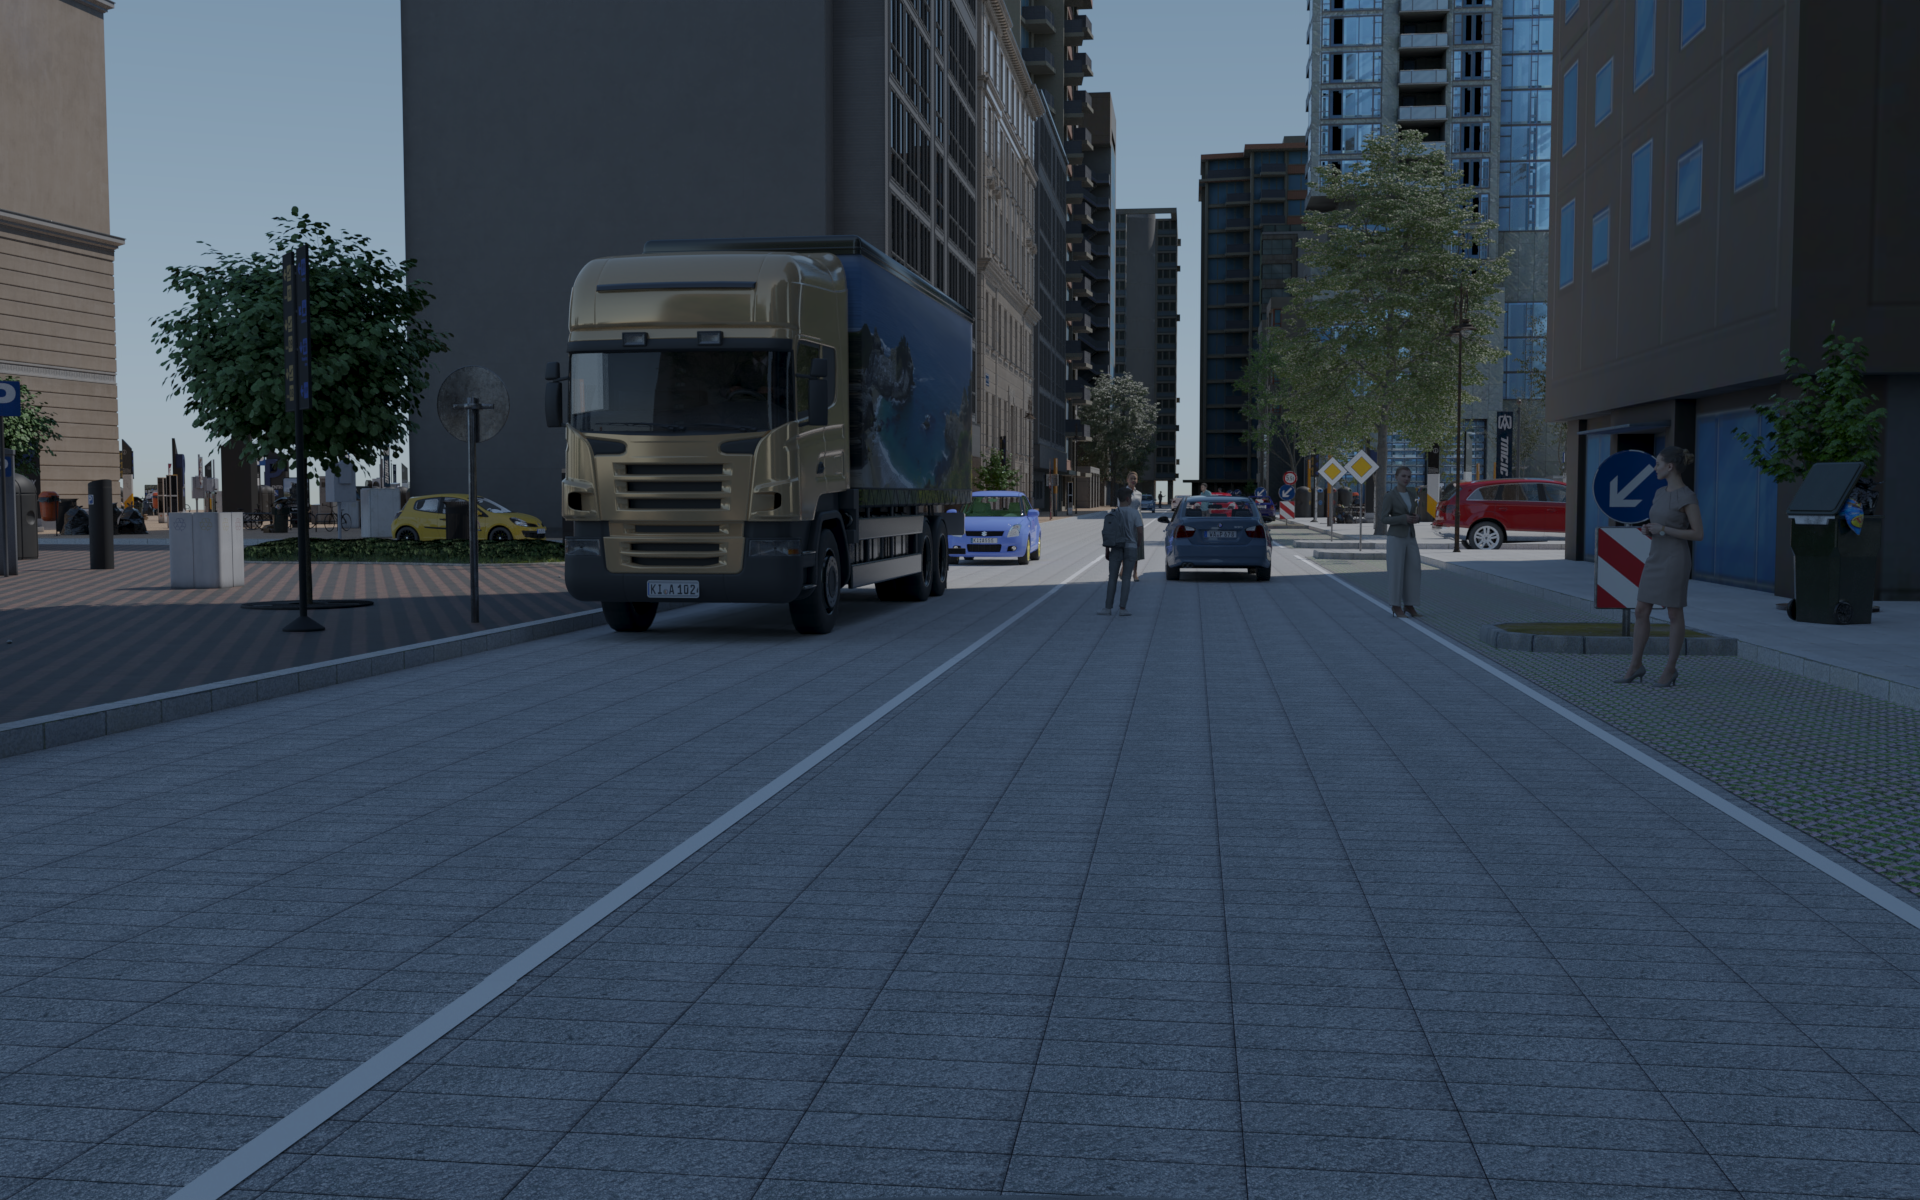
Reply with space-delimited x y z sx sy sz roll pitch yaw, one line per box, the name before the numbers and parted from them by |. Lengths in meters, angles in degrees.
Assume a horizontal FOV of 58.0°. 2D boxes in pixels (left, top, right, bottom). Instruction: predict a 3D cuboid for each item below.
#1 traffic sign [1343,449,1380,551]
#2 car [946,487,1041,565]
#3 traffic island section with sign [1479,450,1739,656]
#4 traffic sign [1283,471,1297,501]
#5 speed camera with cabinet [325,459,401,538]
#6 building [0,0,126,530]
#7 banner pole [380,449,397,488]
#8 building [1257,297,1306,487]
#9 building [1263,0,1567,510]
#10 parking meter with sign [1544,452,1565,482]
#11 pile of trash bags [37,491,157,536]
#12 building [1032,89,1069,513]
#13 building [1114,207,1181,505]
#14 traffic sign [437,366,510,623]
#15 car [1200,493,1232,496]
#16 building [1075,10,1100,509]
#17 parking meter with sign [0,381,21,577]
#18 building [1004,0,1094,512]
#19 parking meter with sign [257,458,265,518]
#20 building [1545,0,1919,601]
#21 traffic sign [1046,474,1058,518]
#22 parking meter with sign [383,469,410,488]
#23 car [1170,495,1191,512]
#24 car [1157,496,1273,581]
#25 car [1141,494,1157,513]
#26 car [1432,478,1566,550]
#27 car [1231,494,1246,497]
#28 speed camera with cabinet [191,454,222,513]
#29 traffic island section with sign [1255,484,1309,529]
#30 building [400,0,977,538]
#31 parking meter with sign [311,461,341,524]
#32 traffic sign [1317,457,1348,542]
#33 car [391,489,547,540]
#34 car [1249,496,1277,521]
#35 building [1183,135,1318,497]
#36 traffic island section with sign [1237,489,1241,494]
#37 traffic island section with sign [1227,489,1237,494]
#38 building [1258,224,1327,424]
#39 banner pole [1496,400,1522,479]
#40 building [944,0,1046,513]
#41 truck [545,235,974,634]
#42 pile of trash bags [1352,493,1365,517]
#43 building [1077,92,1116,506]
traffic sign | 8.969 -2.147 38.747 0.795 2.450 0.064 0 4 8
car | 0.731 -1.634 36.309 1.945 1.707 3.694 0 4 8
traffic island section with sign | 5.998 -0.469 16.292 1.989 1.847 2.006 0 4 8
traffic sign | 18.403 -5.902 96.596 0.768 2.556 0.104 1 4 12
speed camera with cabinet | -17.300 -3.416 50.194 0.660 3.252 2.038 3 5 44
building | -42.367 -16.770 60.087 20.117 28.700 13.634 0 4 8
banner pole | -25.310 -5.271 76.191 0.401 3.779 0.863 1 4 19
building | 42.846 -19.548 164.650 27.650 21.520 28.899 0 4 8
building | 35.774 -50.200 133.448 22.319 86.520 31.000 0 4 8
parking meter with sign | 24.531 -4.609 71.619 1.738 3.016 0.543 -2 4 -28
pile of trash bags | -27.300 -2.717 54.170 1.912 1.369 3.447 1 4 19
building | -1.073 -19.342 109.756 14.314 27.812 24.014 0 4 8
building | 16.192 -32.456 222.538 23.993 40.220 32.217 0 4 8
traffic sign | -4.840 -1.046 17.209 0.768 2.556 0.104 1 4 9
car | 10.415 -3.763 70.559 2.155 1.783 4.494 1 4 9
building | 2.814 -44.321 162.892 20.563 71.187 20.611 0 4 8
parking meter with sign | -15.168 -1.904 27.393 0.543 3.016 1.738 -2 4 -31
building | -0.900 -29.579 138.233 22.147 44.769 28.867 0 4 8
parking meter with sign | -30.232 -4.715 73.358 1.738 3.016 0.543 2 4 27
building | 17.526 -22.945 25.263 14.600 45.320 14.200 0 4 8
traffic sign | 4.696 -5.277 88.403 0.606 2.300 0.079 1 4 17
parking meter with sign | -38.470 -7.434 117.802 1.738 3.016 0.543 1 4 18
car | 18.407 -7.998 143.126 2.083 1.381 4.827 0 4 8
car | 4.427 -1.100 29.991 2.014 1.417 4.499 0 4 6
car | 14.096 -7.394 132.887 2.014 1.417 4.499 0 4 6
car | 14.180 -2.034 41.933 5.304 1.827 2.281 1 4 10
car | 21.705 -7.688 135.489 2.009 1.686 4.222 0 4 8
speed camera with cabinet | -37.221 -5.633 86.428 2.038 3.252 0.660 -2 4 -30
traffic island section with sign | 13.379 -3.855 71.664 1.989 1.847 2.006 0 4 8
building | -7.661 -16.362 61.032 14.314 27.812 24.014 0 4 8
parking meter with sign | -26.741 -4.719 73.415 1.738 3.016 0.543 1 4 21
traffic sign | 10.024 -2.631 46.662 0.795 2.450 0.064 0 4 8
car | -12.953 -2.177 45.822 3.980 1.641 2.015 1 4 9
car | 15.903 -4.867 92.161 1.945 1.354 3.894 1 4 9
building | 42.296 -34.233 214.326 28.867 44.769 22.147 0 4 8
traffic island section with sign | 16.941 -5.490 98.384 1.989 1.847 2.006 0 4 8
traffic island section with sign | 27.107 -10.153 174.624 1.989 1.847 2.006 0 4 8
building | 39.230 -25.371 186.509 14.160 30.474 14.107 0 4 8
banner pole | 14.609 -3.426 46.026 0.863 3.779 0.401 -1 4 -9
building | -3.039 -17.609 85.162 12.463 27.353 25.104 0 4 8
truck | -1.912 -1.976 21.214 2.839 4.237 11.283 1 4 9
pile of trash bags | 22.875 -5.397 97.992 1.912 1.369 3.447 -1 4 -11
building | 9.667 -33.059 190.625 14.200 45.320 14.600 0 4 8
